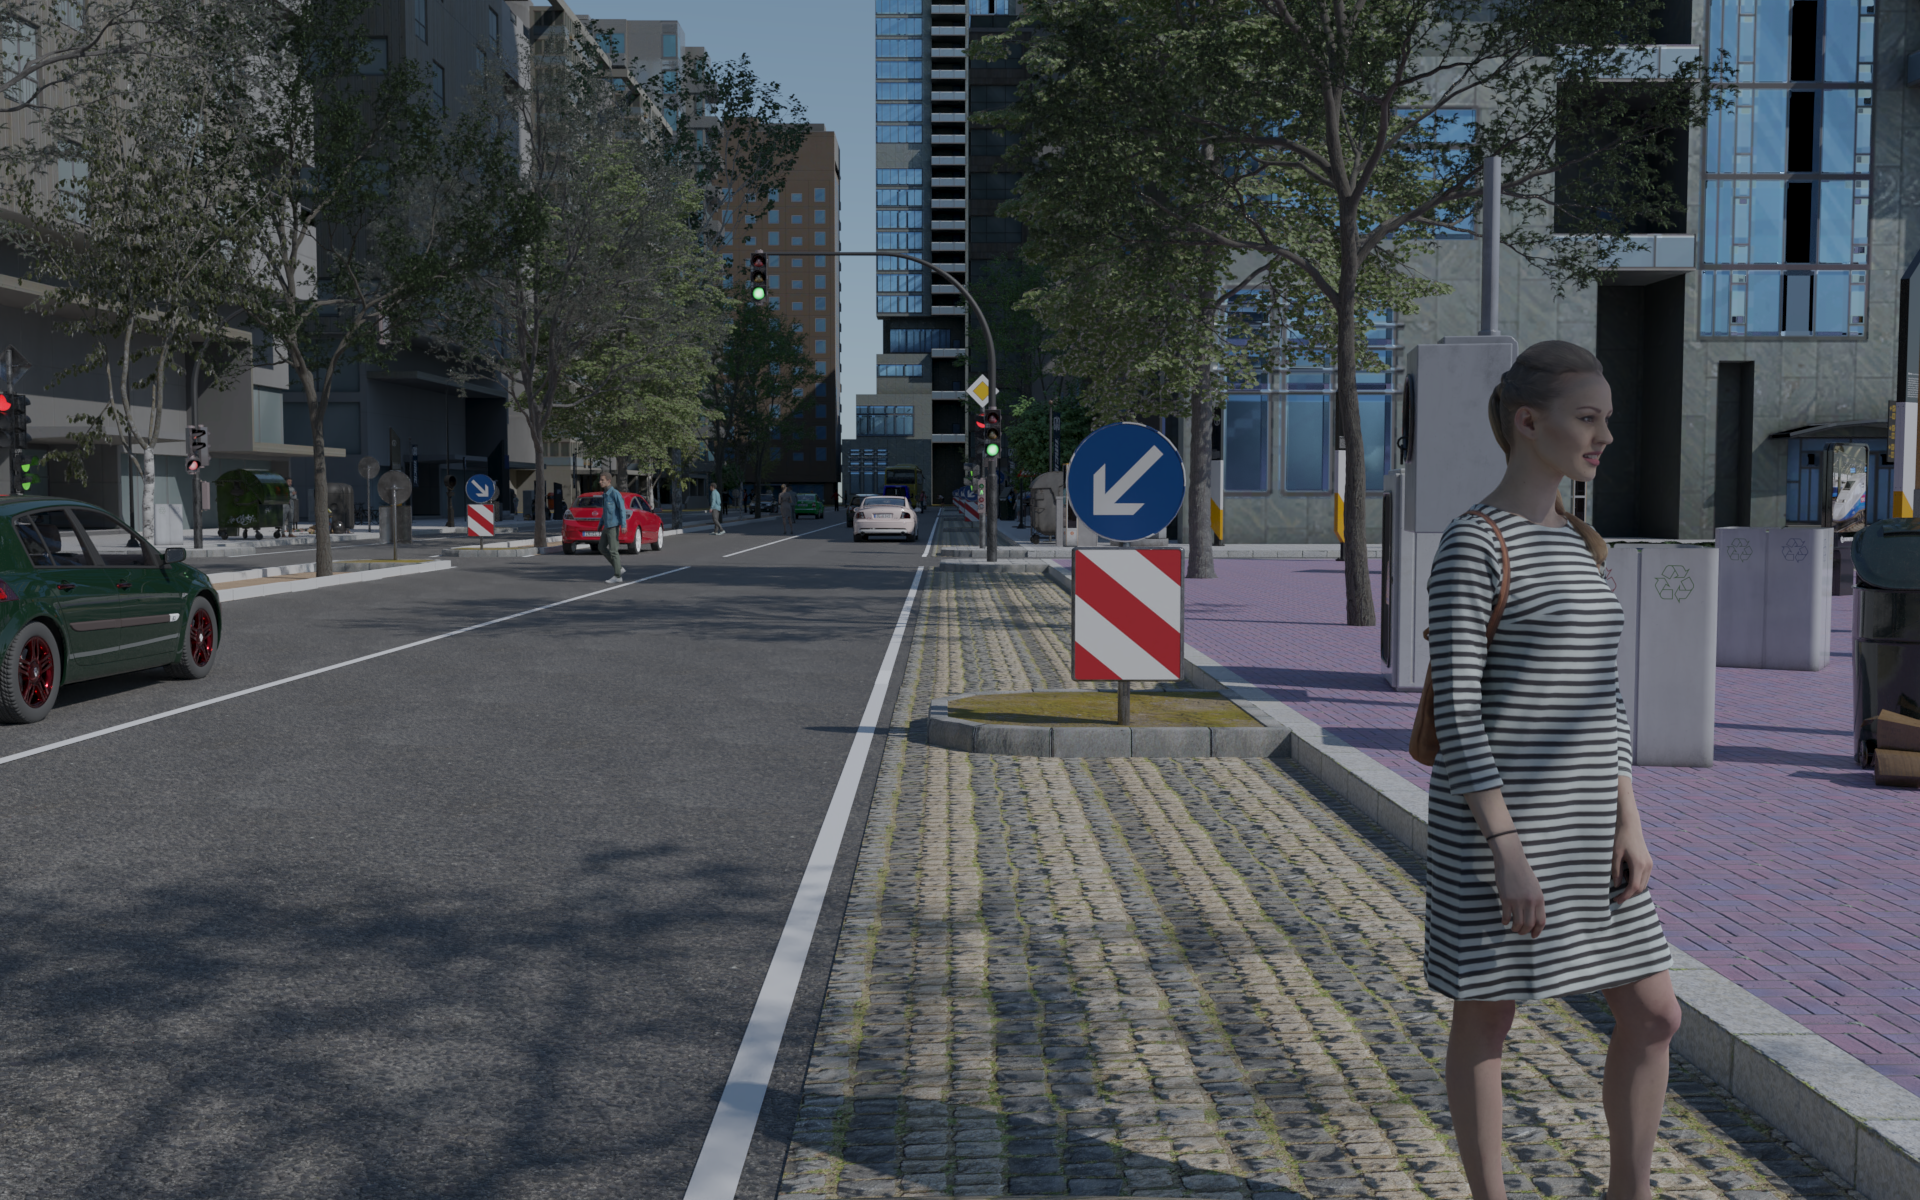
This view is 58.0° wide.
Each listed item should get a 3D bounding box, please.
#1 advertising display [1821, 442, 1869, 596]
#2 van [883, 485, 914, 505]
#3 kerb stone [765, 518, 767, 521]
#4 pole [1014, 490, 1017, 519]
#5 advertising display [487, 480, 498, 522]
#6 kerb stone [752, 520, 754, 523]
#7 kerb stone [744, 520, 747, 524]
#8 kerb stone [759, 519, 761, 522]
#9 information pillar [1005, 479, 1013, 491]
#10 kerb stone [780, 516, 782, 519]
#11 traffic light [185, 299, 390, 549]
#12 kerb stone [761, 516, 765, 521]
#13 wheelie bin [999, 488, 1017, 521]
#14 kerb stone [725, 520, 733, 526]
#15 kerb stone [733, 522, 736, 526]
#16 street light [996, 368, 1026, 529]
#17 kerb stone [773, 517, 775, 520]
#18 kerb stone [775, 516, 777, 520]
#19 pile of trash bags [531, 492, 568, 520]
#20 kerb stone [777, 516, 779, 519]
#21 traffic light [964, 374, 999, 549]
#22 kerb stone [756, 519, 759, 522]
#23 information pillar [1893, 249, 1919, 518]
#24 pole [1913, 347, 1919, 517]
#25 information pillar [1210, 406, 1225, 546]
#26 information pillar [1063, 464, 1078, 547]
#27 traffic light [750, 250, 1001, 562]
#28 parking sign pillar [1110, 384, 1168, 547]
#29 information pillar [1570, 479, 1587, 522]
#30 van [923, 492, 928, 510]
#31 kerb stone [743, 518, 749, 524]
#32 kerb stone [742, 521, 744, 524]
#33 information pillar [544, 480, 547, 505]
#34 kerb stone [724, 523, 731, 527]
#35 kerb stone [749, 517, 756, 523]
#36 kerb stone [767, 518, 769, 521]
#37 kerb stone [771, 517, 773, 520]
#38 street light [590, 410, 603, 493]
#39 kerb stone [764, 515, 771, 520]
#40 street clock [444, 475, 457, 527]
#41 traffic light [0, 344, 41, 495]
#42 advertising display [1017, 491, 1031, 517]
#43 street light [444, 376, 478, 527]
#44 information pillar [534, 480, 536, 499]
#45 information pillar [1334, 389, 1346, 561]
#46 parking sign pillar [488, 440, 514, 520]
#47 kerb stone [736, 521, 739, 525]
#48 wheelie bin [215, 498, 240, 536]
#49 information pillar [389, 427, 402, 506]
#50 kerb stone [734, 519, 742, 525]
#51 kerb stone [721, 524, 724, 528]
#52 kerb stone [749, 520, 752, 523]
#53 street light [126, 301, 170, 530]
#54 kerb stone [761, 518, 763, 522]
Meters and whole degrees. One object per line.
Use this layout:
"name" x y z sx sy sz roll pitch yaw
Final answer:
"advertising display" 11.161 -1.018 21.854 0.974 1.923 0.123 -3 4 -38
"van" -4.495 -7.305 123.818 2.240 2.365 5.245 0 4 1
"kerb stone" -10.382 -4.207 90.983 0.120 0.150 1.000 0 4 0
"pole" 2.860 -5.845 89.407 0.158 3.312 0.155 0 3 0
"advertising display" -21.704 -4.566 79.875 0.974 1.923 0.123 2 4 28
"kerb stone" -10.333 -3.829 84.845 0.120 0.150 1.000 0 4 0
"kerb stone" -10.309 -3.638 81.764 0.120 0.150 1.000 0 4 0
"kerb stone" -10.351 -4.020 87.915 0.120 0.150 1.000 0 4 0
"information pillar" 2.445 -5.056 87.157 0.304 2.012 0.304 -2 4 -29
"kerb stone" -10.449 -4.710 99.204 0.120 0.150 1.000 0 4 0
"traffic light" -15.759 -4.030 40.561 4.771 5.953 1.251 0 4 0
"kerb stone" -10.371 -4.144 89.961 0.120 0.150 1.000 0 4 0
"wheelie bin" 2.305 -4.621 83.459 0.693 1.594 0.980 -2 4 -35
"kerb stone" -10.261 -3.328 76.630 0.120 0.150 1.000 0 4 0
"kerb stone" -10.271 -3.387 77.658 0.120 0.150 1.000 0 4 0
"street light" 1.720 -5.574 63.680 1.470 5.913 1.316 0 4 0
"kerb stone" -10.423 -4.459 95.104 0.120 0.150 1.000 0 4 0
"kerb stone" -10.418 -4.519 96.127 0.120 0.150 1.000 0 4 0
"pile of trash bags" -20.925 -4.817 88.511 1.912 1.369 3.447 -1 4 -13
"kerb stone" -10.429 -4.582 97.152 0.120 0.150 1.000 0 4 0
"traffic light" 0.511 -3.165 40.676 0.839 4.253 0.868 0 4 0
"kerb stone" -10.338 -3.957 86.893 0.120 0.150 1.000 0 4 0
"information pillar" 8.682 -1.494 15.777 0.504 3.616 0.183 -3 4 -37
"pole" 5.078 -0.926 8.975 0.158 3.312 0.155 0 3 0
"information pillar" 6.303 -3.138 42.657 0.183 3.616 0.504 -2 4 -33
"information pillar" 2.672 -2.289 41.922 0.304 2.012 0.304 -1 4 -14
"traffic light" -1.514 -3.539 32.532 4.771 5.953 1.251 0 4 0
"parking sign pillar" 4.443 -3.327 42.866 1.447 3.967 1.447 2 4 32
"information pillar" 14.614 -2.230 40.945 0.304 2.012 0.304 0 4 6
"van" -3.938 -9.411 160.878 2.013 2.044 4.112 0 4 -2
"kerb stone" -10.303 -3.697 82.788 0.120 0.150 1.000 0 4 0
"kerb stone" -10.297 -3.581 80.741 0.120 0.150 1.000 0 4 0
"information pillar" -22.159 -5.350 91.969 0.304 2.012 0.304 -3 5 -42
"kerb stone" -10.250 -3.263 75.608 0.120 0.150 1.000 0 4 0
"kerb stone" -10.338 -3.894 85.867 0.120 0.150 1.000 0 4 0
"kerb stone" -10.387 -4.271 92.018 0.120 0.150 1.000 0 4 0
"kerb stone" -10.408 -4.395 94.082 0.120 0.150 1.000 0 4 0
"street light" -19.723 -7.492 95.027 1.470 5.913 1.316 0 4 0
"kerb stone" -10.401 -4.334 93.052 0.120 0.150 1.000 0 4 0
"street clock" -19.656 -3.808 66.825 0.358 2.002 0.471 2 4 24
"traffic light" -17.784 -2.667 32.523 0.839 4.253 0.868 0 4 0
"advertising display" 3.509 -5.577 96.405 0.974 1.923 0.123 0 4 6
"street light" -19.568 -5.839 68.010 1.470 5.913 1.316 0 4 0
"information pillar" -22.513 -5.377 92.403 0.304 2.012 0.304 -3 5 -43
"information pillar" 7.301 -2.547 32.991 0.183 3.616 0.504 3 5 42
"parking sign pillar" -22.961 -5.978 86.211 1.447 3.967 1.447 3 5 42
"kerb stone" -10.275 -3.453 78.691 0.120 0.150 1.000 0 4 0
"wheelie bin" -22.184 -2.732 52.583 0.693 1.594 0.980 -1 4 -13
"information pillar" -19.772 -4.239 60.664 0.183 3.616 0.504 1 4 21
"kerb stone" -10.287 -3.518 79.713 0.120 0.150 1.000 0 4 0
"kerb stone" -10.236 -3.142 73.562 0.120 0.150 1.000 0 4 0
"kerb stone" -10.321 -3.769 83.821 0.120 0.150 1.000 0 4 0
"street light" -19.345 -4.215 41.460 1.470 5.913 1.316 0 4 0
"kerb stone" -10.371 -4.082 88.937 0.120 0.150 1.000 0 4 0
